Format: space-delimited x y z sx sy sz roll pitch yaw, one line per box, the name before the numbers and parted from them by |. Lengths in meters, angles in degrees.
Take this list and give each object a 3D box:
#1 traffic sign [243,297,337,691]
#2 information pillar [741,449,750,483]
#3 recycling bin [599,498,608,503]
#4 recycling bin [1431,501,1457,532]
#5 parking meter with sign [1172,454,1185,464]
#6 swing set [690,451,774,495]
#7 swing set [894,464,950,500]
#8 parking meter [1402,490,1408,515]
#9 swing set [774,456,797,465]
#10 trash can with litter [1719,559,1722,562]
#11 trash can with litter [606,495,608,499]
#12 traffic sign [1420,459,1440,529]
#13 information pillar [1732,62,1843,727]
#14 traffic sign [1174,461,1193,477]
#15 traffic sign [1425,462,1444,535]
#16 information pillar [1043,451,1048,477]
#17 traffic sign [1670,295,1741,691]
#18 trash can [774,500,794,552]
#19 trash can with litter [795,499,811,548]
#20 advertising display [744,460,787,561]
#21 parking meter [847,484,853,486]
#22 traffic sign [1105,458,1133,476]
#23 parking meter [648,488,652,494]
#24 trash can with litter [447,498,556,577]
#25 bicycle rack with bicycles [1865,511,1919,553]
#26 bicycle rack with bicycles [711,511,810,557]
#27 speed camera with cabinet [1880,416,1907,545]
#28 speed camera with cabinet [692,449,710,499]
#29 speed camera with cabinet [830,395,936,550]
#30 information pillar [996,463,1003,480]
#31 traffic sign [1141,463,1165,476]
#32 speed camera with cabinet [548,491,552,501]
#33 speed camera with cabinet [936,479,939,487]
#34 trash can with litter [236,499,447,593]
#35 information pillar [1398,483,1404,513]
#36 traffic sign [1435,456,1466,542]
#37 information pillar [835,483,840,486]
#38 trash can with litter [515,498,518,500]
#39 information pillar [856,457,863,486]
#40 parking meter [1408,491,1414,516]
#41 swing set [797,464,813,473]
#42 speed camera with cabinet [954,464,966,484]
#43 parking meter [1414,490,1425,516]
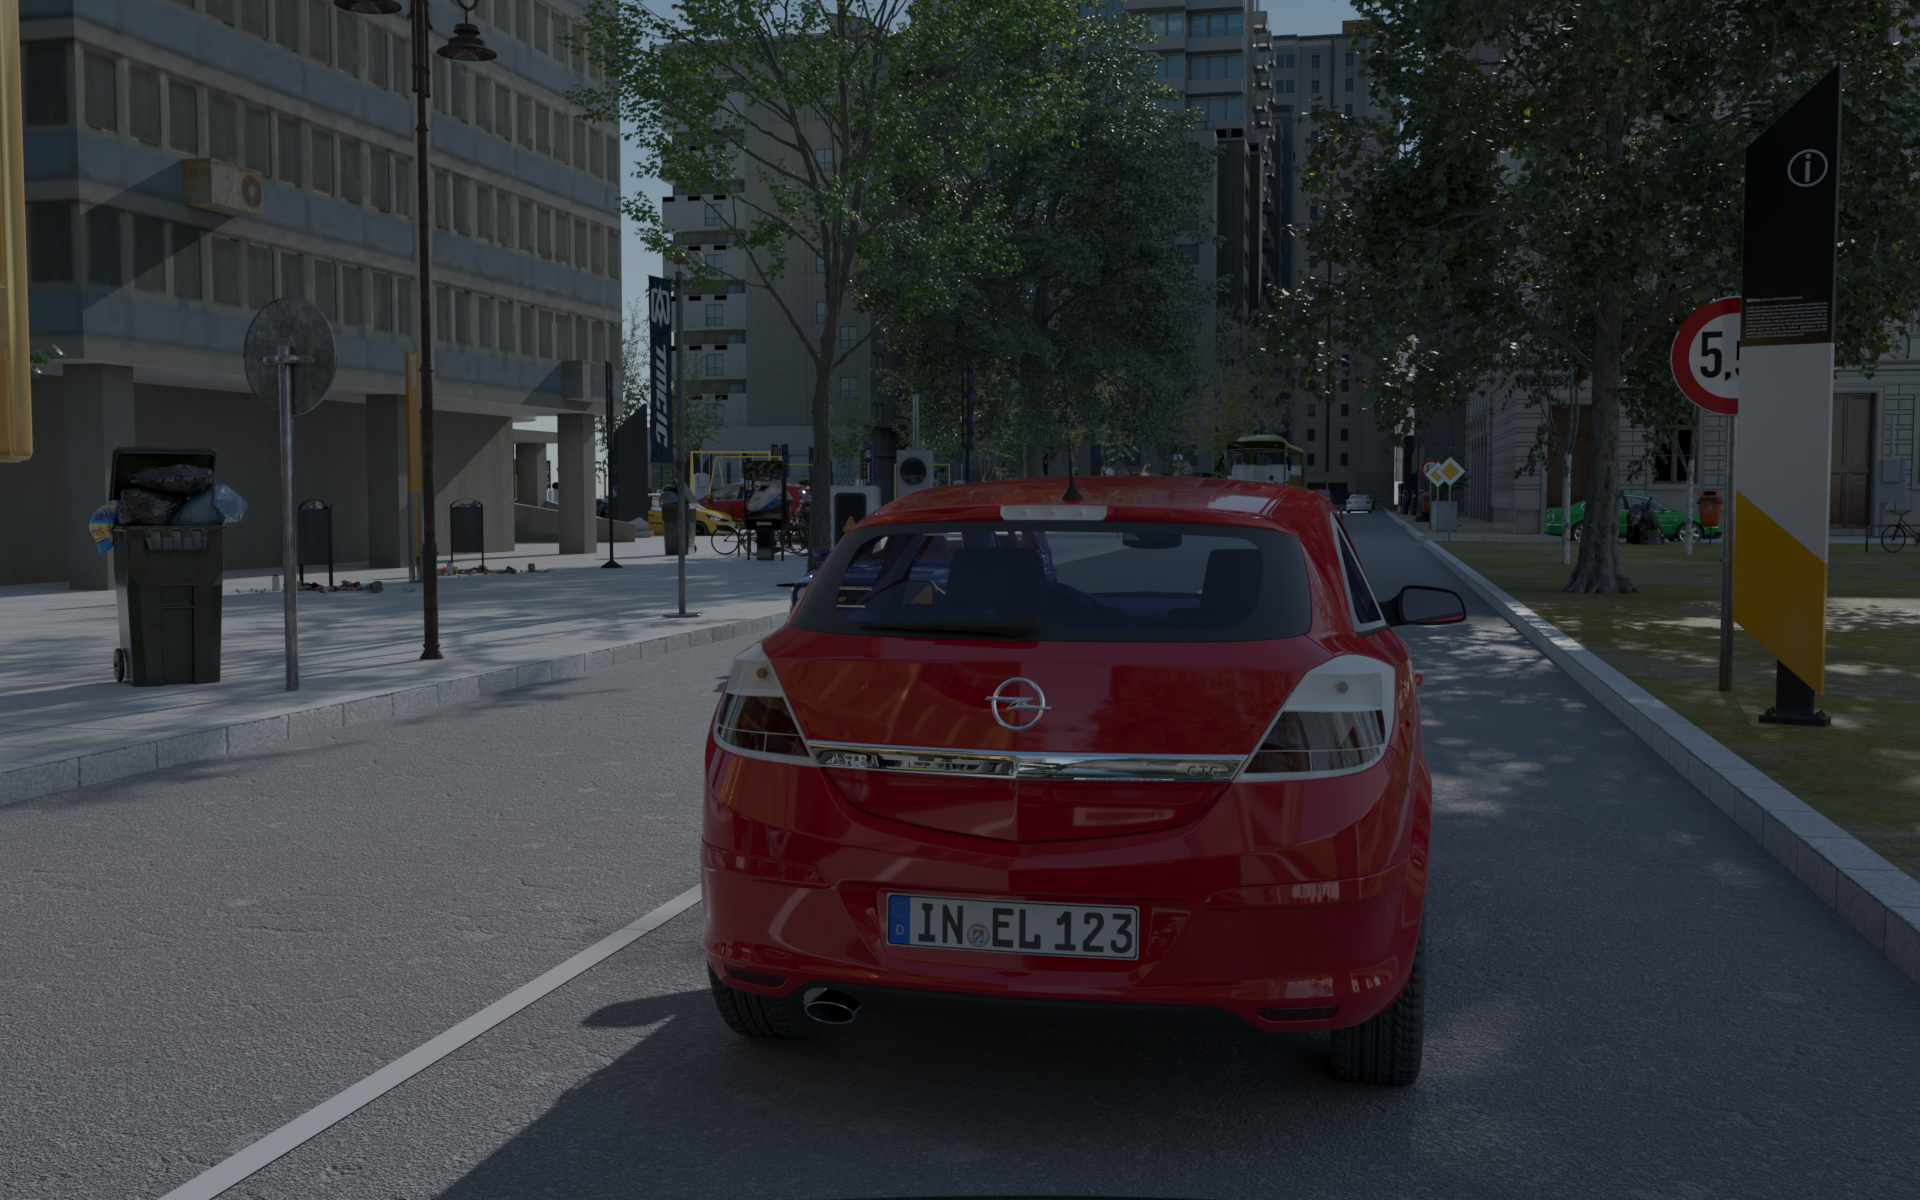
traffic sign | -4.359 -0.681 11.233 0.768 2.556 0.104 1 4 22
information pillar | -11.221 -6.069 90.577 0.504 3.616 0.183 -3 5 -40
recycling bin | -20.476 -5.277 98.831 0.722 1.027 0.722 3 5 44
recycling bin | 16.541 -2.852 59.180 0.722 1.027 0.722 0 4 2
parking meter with sign | 9.792 -4.839 75.377 0.543 3.016 1.738 2 4 28
swing set | -8.490 -4.015 63.269 3.119 2.851 2.862 0 4 -5
swing set | -2.083 -5.668 90.294 3.119 2.851 2.862 0 4 -1
parking meter | 27.677 -6.067 107.609 0.372 1.533 0.369 0 3 0
swing set | -8.858 -4.527 71.644 3.119 2.851 2.862 1 4 16
trash can with litter | 14.048 -1.182 30.710 1.055 1.170 0.624 3 5 40
trash can with litter | -28.439 -7.928 140.677 2.233 1.210 1.678 3 5 43
traffic sign | 17.047 -3.828 62.696 0.768 2.556 0.104 1 4 19
information pillar | 4.611 -1.119 9.644 0.504 3.616 0.183 3 4 36
traffic sign | 8.469 -4.030 65.998 0.768 2.556 0.104 1 4 21
traffic sign | 14.895 -3.081 54.023 0.795 2.450 0.064 1 4 13
information pillar | 4.624 -6.343 95.056 0.504 3.616 0.183 -3 4 -38
traffic sign | 4.997 -0.680 11.229 0.768 2.556 0.104 1 4 22
trash can | -4.085 -1.654 38.699 0.748 1.137 0.748 0 3 0
trash can with litter | -3.330 -1.810 40.983 1.055 1.170 0.624 -1 4 -18
advertising display | -3.756 -1.725 33.413 0.974 1.923 0.123 2 4 33
parking meter | -6.255 -5.657 98.200 0.399 1.863 0.255 -1 4 -14
traffic sign | 4.418 -2.731 48.288 0.795 2.450 0.064 1 4 13
parking meter | -12.242 -3.639 67.914 0.372 1.533 0.369 0 3 0
trash can with litter | -7.551 -1.037 28.005 2.233 1.210 1.678 -2 4 -33
bicycle rack with bicycles | 21.149 -1.460 37.257 2.925 0.926 2.852 -1 4 -20
bicycle rack with bicycles | -3.776 -1.399 36.260 2.925 0.926 2.852 0 4 2
speed camera with cabinet | 24.181 -3.008 43.519 2.038 3.252 0.660 2 4 30
speed camera with cabinet | -10.911 -5.072 77.260 2.038 3.252 0.660 -2 4 -26
speed camera with cabinet | -1.577 -2.452 34.433 2.038 3.252 0.660 0 4 6
information pillar | 2.917 -8.340 127.714 0.504 3.616 0.183 1 4 23
traffic sign | 6.239 -3.206 56.063 0.795 2.450 0.064 1 4 13
speed camera with cabinet | -20.788 -5.718 87.820 2.038 3.252 0.660 1 4 19
speed camera with cabinet | -2.359 -6.900 107.152 2.038 3.252 0.660 1 4 18
trash can with litter | -8.277 -0.722 22.860 2.233 1.210 1.678 1 4 22
information pillar | 29.459 -6.801 115.681 0.304 2.012 0.304 -1 4 -14
traffic sign | 13.075 -2.606 46.248 0.795 2.450 0.064 1 4 13
information pillar | -8.374 -6.981 118.628 0.304 2.012 0.304 0 4 4
trash can with litter | -16.612 -3.209 63.851 1.055 1.170 0.624 -2 4 -30
information pillar | -5.718 -6.558 98.570 0.504 3.616 0.183 3 5 40
parking meter | 27.108 -5.809 103.385 0.372 1.533 0.369 0 3 0
swing set | -8.611 -5.681 90.507 3.119 2.851 2.862 0 4 -6
speed camera with cabinet | -0.550 -7.259 113.026 2.038 3.252 0.660 2 4 33
parking meter | 25.793 -5.407 96.812 0.372 1.533 0.369 0 3 0
